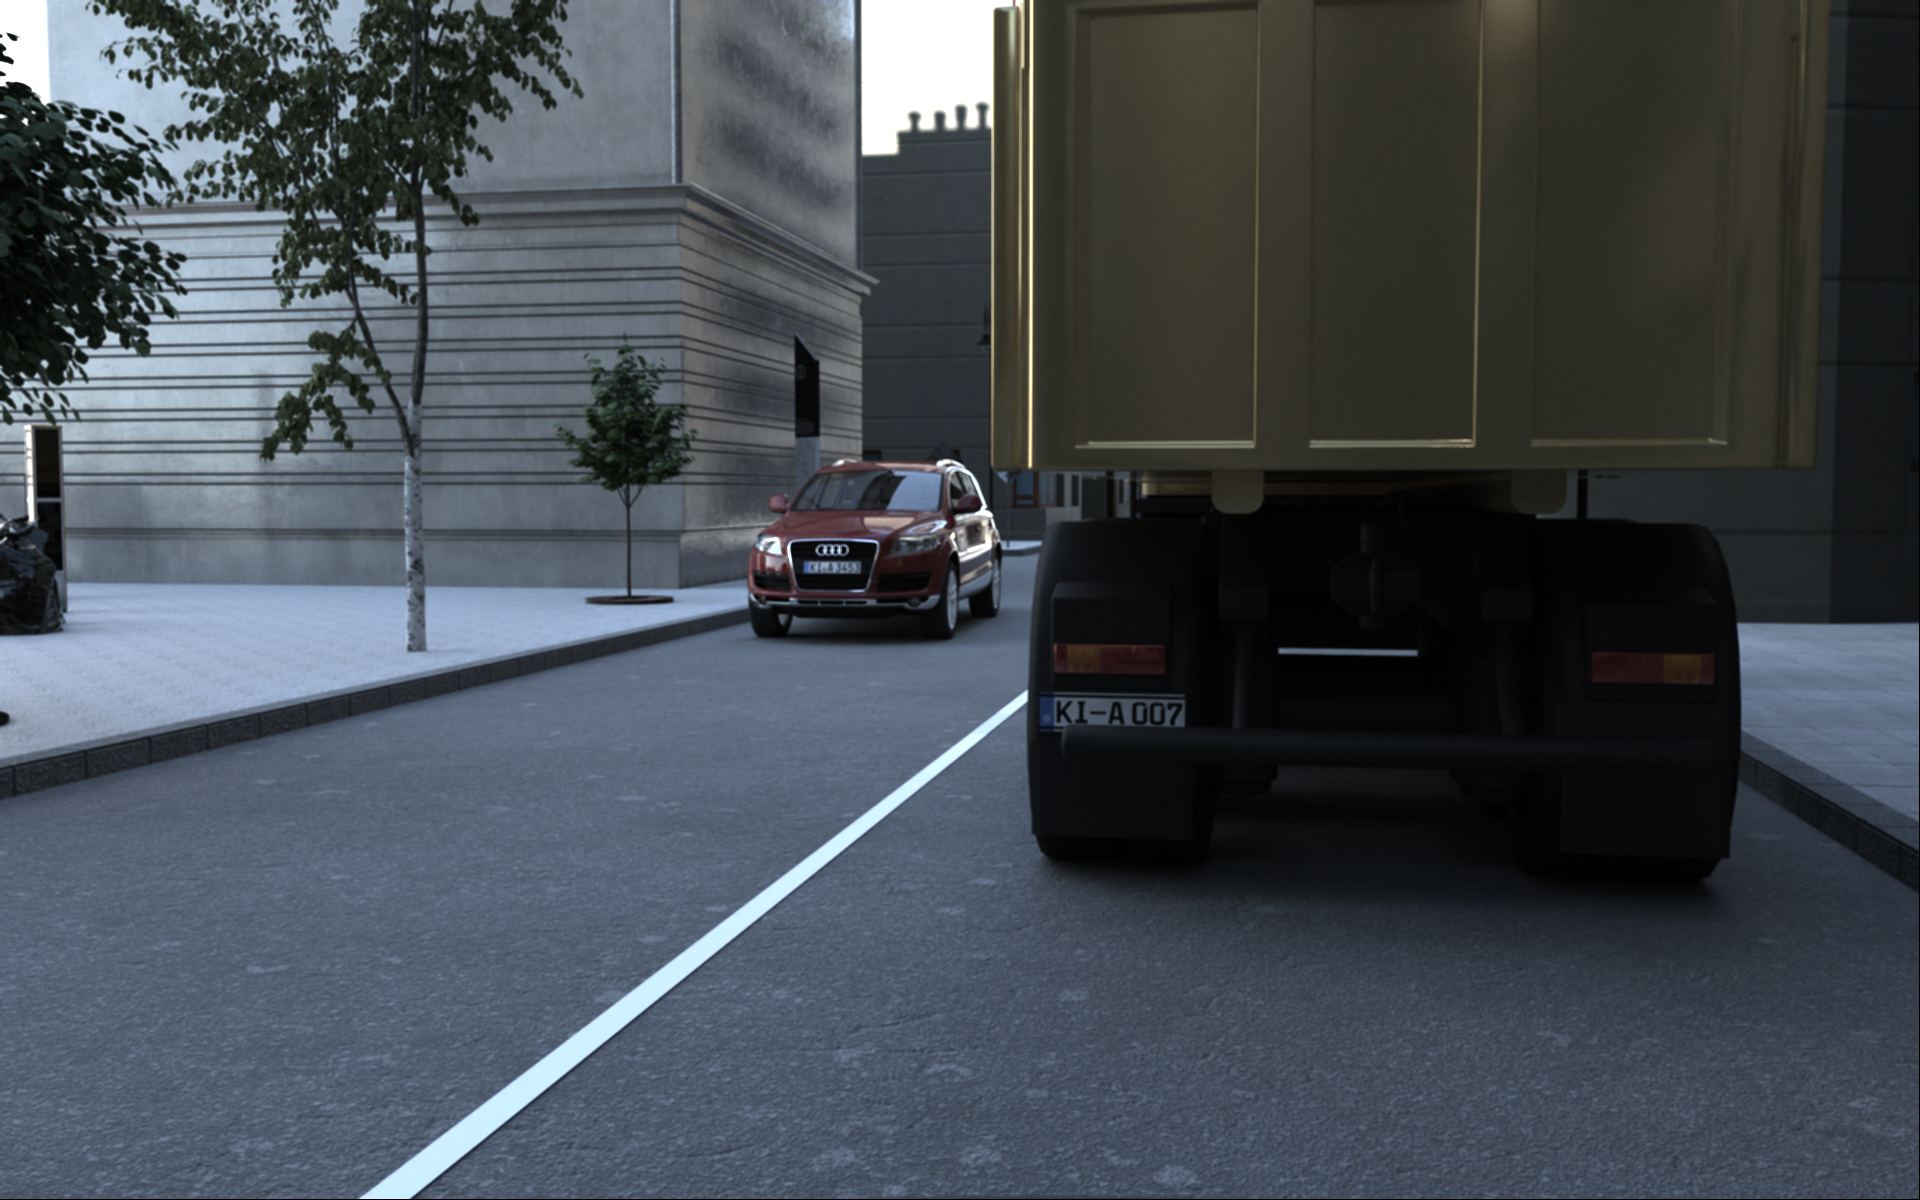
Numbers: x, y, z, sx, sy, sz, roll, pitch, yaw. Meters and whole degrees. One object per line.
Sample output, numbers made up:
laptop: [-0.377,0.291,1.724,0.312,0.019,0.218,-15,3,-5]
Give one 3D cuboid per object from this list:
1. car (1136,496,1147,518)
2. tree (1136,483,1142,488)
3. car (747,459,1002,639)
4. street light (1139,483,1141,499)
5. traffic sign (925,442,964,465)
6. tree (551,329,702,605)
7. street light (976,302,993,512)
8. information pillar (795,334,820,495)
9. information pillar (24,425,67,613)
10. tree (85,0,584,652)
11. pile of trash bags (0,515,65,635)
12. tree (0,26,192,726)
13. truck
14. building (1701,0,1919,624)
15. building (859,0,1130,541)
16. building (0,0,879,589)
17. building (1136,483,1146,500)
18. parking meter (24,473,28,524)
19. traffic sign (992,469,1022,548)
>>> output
car: [7.545,-3.243,65.033,2.014,1.417,4.499,1,4,9]
tree: [8.123,-7.926,79.954,4.737,8.622,4.395,0,3,0]
car: [-0.794,-0.625,18.899,2.281,1.827,5.304,1,4,9]
street light: [8.696,-6.775,83.556,0.468,5.910,1.993,1,4,11]
traffic sign: [-0.326,-1.823,33.450,0.795,2.450,0.064,1,4,11]
tree: [-4.023,-1.576,20.370,1.663,3.219,1.824,0,3,0]
street light: [0.749,-4.207,41.575,0.468,5.910,1.993,1,4,11]
information pillar: [-2.233,-2.074,25.259,0.183,3.616,0.504,-3,5,-43]
information pillar: [-9.869,-0.869,18.703,0.304,2.012,0.304,-3,5,-40]
tree: [-4.685,-3.886,13.900,4.737,8.622,4.395,0,3,0]
pile of trash bags: [-10.176,-0.392,16.160,3.447,1.369,1.912,-1,4,-13]
tree: [-6.091,-1.566,9.313,4.285,4.588,4.351,0,3,0]
truck: [2.181,-0.871,10.158,3.469,3.379,9.791,1,4,10]
building: [18.427,-10.029,9.020,27.650,21.520,28.899,1,4,11]
building: [-8.590,-13.353,63.368,27.650,21.520,28.899,1,4,11]
building: [-12.432,-11.812,29.285,21.152,22.565,11.583,1,4,11]
building: [0.171,-33.989,97.722,21.231,58.520,28.212,1,4,11]
parking meter: [-11.244,-0.785,21.241,0.372,1.533,0.369,0,3,0]
traffic sign: [1.149,-2.303,41.298,0.795,2.450,0.064,1,4,11]
